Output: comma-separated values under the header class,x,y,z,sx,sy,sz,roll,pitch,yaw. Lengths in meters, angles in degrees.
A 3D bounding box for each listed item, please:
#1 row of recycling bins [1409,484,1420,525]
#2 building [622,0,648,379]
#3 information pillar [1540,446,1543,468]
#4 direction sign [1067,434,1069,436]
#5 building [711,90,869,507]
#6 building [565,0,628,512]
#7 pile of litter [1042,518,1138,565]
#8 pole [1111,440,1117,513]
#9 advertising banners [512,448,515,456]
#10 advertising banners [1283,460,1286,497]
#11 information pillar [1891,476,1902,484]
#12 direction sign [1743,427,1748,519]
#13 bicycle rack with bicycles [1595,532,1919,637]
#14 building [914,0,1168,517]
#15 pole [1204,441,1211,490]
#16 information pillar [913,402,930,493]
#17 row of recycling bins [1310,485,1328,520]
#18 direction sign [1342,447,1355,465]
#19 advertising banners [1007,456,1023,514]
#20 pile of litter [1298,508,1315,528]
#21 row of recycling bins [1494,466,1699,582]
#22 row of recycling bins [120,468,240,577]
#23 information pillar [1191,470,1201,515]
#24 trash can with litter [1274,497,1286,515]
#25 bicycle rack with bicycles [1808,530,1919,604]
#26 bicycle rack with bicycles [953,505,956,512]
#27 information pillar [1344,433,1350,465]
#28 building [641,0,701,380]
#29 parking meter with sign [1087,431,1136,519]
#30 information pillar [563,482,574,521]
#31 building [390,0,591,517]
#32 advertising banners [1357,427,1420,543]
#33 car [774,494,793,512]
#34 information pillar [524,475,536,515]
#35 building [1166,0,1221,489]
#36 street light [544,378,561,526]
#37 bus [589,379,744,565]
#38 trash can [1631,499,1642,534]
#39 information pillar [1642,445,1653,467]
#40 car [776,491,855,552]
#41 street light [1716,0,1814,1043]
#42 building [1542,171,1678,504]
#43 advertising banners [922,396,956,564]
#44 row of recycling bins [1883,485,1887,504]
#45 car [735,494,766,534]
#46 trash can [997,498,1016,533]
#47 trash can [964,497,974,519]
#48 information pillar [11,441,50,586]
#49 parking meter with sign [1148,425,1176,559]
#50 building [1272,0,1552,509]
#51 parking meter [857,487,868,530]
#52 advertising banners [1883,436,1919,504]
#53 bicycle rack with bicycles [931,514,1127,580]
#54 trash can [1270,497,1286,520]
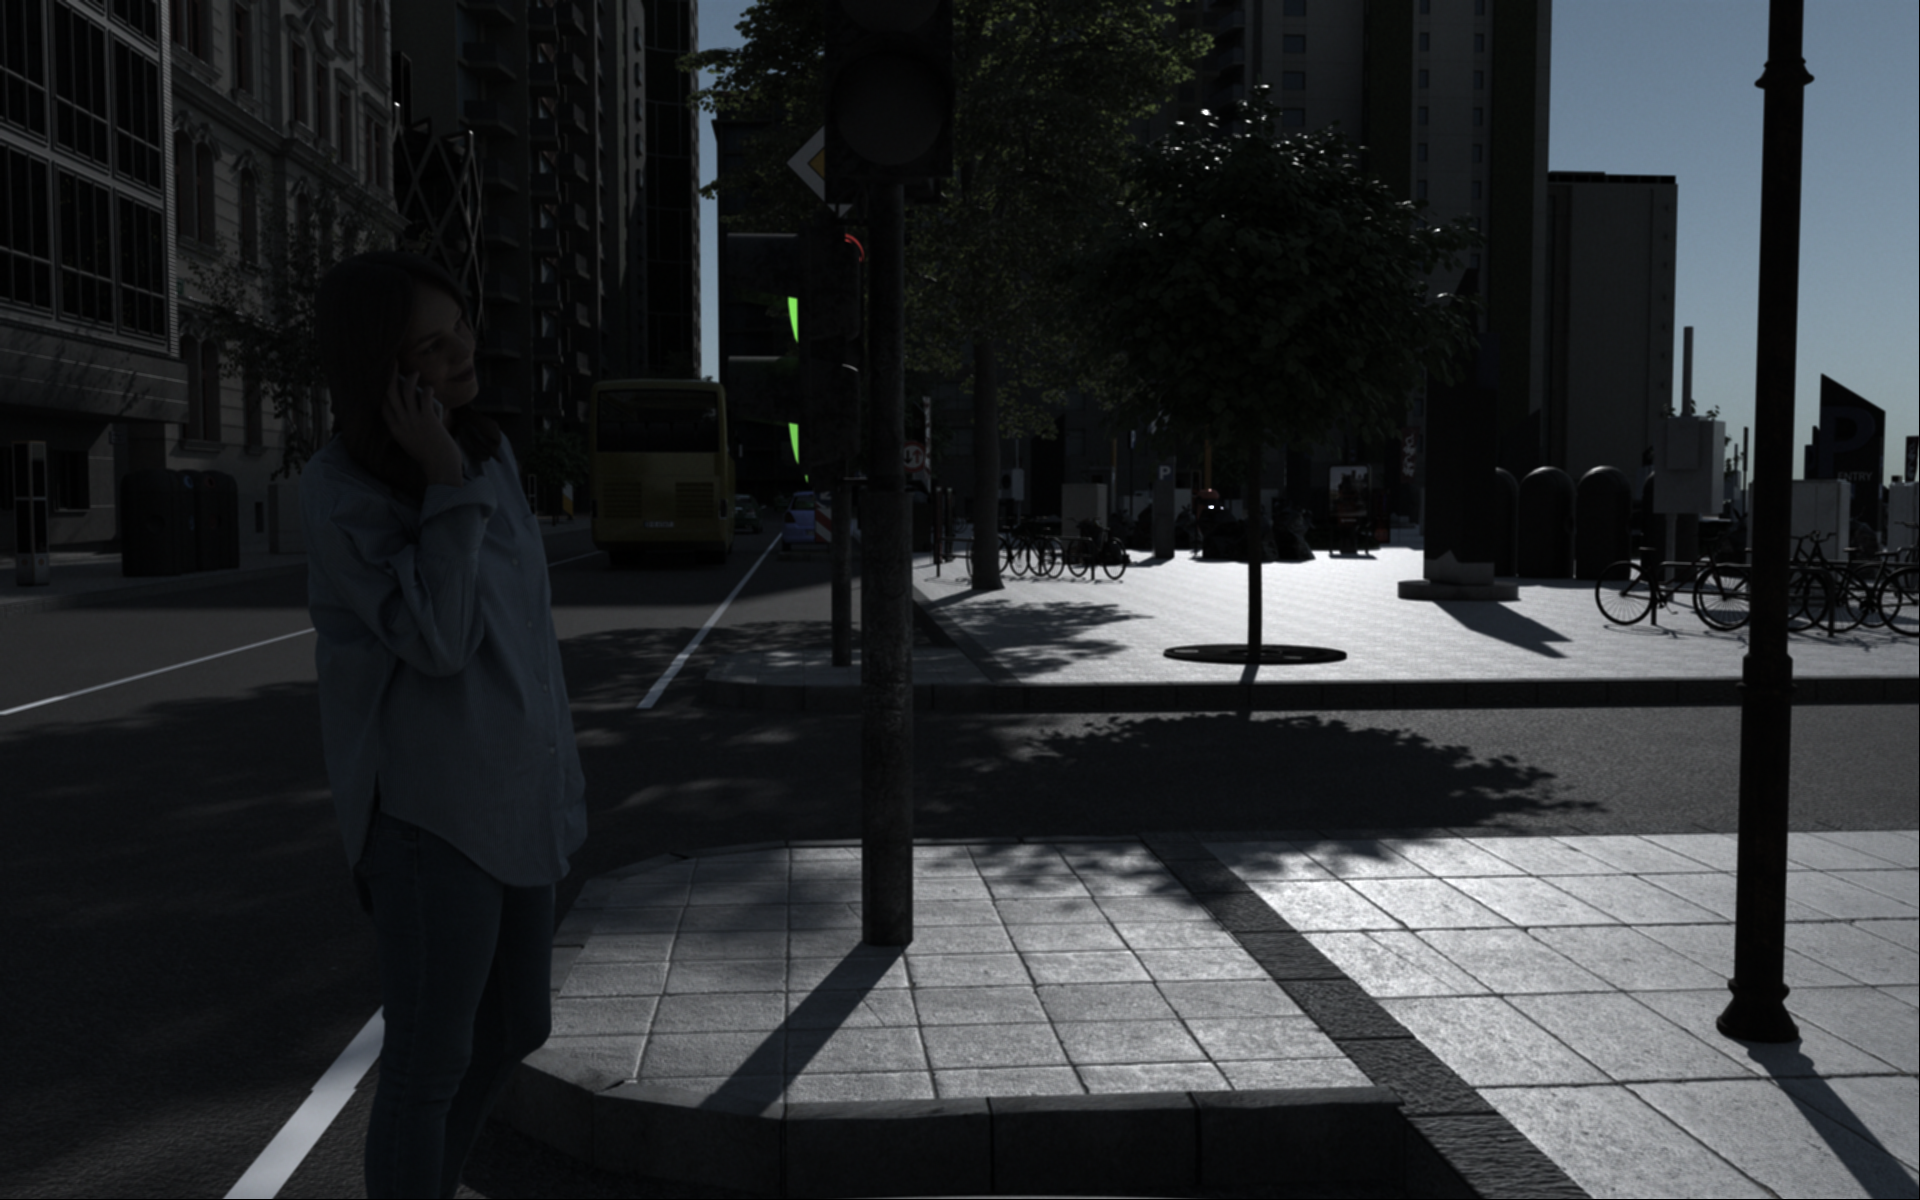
class,x,y,z,sx,sy,sz,roll,pitch,yaw
row of recycling bins,19.166,-4.095,74.069,1.069,1.692,3.534,1,4,12
building,-38.139,-31.977,146.530,21.600,48.544,21.300,0,4,-5
information pillar,28.517,-5.729,85.031,0.183,3.616,0.504,1,4,14
direction sign,3.878,-4.441,64.613,0.379,3.537,0.876,2,4,29
building,-12.933,-32.375,183.956,28.867,44.769,22.147,0,4,-5
building,-31.304,-26.808,121.901,14.154,41.232,14.086,0,4,-5
pile of litter,2.370,-1.093,31.831,1.719,0.858,1.176,1,4,19
pole,5.543,-4.205,62.593,0.158,3.312,0.155,0,3,0
advertising banners,-17.769,-4.239,65.493,2.074,3.025,0.090,1,4,9
advertising banners,15.104,-5.166,80.646,0.090,3.025,2.074,1,4,13
information pillar,37.241,-3.939,68.892,0.304,2.012,0.304,-3,4,-39
direction sign,26.598,-4.079,58.697,0.379,3.537,0.876,2,4,31
bicycle rack with bicycles,8.017,-0.194,16.559,2.852,0.926,2.925,-2,4,-34
building,4.178,-25.655,103.051,14.154,41.232,14.086,0,4,-5
pole,6.259,-3.055,43.791,0.158,3.312,0.155,0,3,0
information pillar,-0.979,-3.208,43.798,0.504,3.616,0.183,2,4,33
row of recycling bins,16.280,-4.195,75.708,1.069,1.692,3.534,-1,4,-17
direction sign,18.679,-5.589,83.377,0.876,3.537,0.379,-2,4,-33
advertising banners,2.131,-5.185,80.955,2.074,3.025,0.090,3,5,43
pile of litter,10.877,-2.414,53.436,1.176,0.858,1.719,0,4,4
row of recycling bins,9.389,-1.174,26.301,3.534,1.692,1.069,3,5,40
row of recycling bins,-12.814,-1.305,28.449,1.069,1.692,3.534,0,4,-4
information pillar,7.276,-2.993,53.431,0.304,2.012,0.304,0,4,7
trash can with litter,12.947,-3.477,68.236,1.055,1.170,0.624,-2,4,-28
bicycle rack with bicycles,12.709,-0.492,21.432,2.925,0.926,2.852,-3,4,-36
bicycle rack with bicycles,-0.854,-2.675,57.112,2.925,0.926,2.852,-1,4,-21
information pillar,14.249,-4.433,63.832,0.183,3.616,0.504,0,4,-6
building,-38.172,-45.412,180.734,20.611,71.187,20.563,0,4,-5
parking meter with sign,3.792,-3.071,46.465,1.738,3.016,0.543,1,4,19
information pillar,-18.915,-5.638,83.533,0.504,3.616,0.183,-2,4,-29
building,-33.666,-27.245,100.081,22.147,44.769,28.867,0,4,-5
advertising banners,10.905,-2.981,44.921,2.074,3.025,0.090,0,4,-4
car,-14.338,-8.173,142.426,1.959,1.807,4.718,0,4,-4
information pillar,-16.528,-3.800,66.623,0.304,2.012,0.304,3,5,44
building,6.062,-28.746,124.615,22.147,44.769,28.867,0,4,-5
street light,-16.259,-5.896,69.182,0.468,5.910,1.993,0,4,-5
bus,-6.265,-2.842,38.018,2.896,3.916,12.252,0,4,-7
trash can,17.811,-2.087,45.781,0.748,1.137,0.748,0,3,0
information pillar,32.508,-5.536,81.872,0.504,3.616,0.183,3,4,38
car,-3.541,-2.018,42.587,1.945,1.707,3.694,0,4,-6
street light,1.902,-1.906,3.953,0.468,5.910,1.993,0,4,-5
building,55.565,-23.686,158.966,14.107,30.474,14.160,0,4,-5
advertising banners,-0.398,-2.188,31.958,0.090,3.025,2.074,1,4,15
row of recycling bins,39.600,-4.179,75.444,1.069,1.692,3.534,-3,5,-40
car,-8.187,-3.160,63.459,2.131,1.459,4.920,0,4,-4
trash can,1.469,-2.797,57.384,0.748,1.137,0.748,0,3,0
trash can,0.543,-4.229,80.790,0.748,1.137,0.748,0,3,0
information pillar,-12.958,-1.203,24.156,0.304,2.012,0.304,1,4,14
parking meter with sign,4.099,-2.373,35.065,0.543,3.016,1.738,0,4,3
building,34.761,-37.372,153.026,28.212,58.520,21.231,0,4,-5
parking meter,-3.518,-3.311,62.550,0.372,1.533,0.369,0,3,0
advertising banners,28.467,-3.470,52.922,0.090,3.025,2.074,-1,4,-14
bicycle rack with bicycles,0.884,-0.805,26.552,2.852,0.926,2.925,-1,4,-23
trash can,14.452,-4.092,78.550,0.748,1.137,0.748,0,3,0
